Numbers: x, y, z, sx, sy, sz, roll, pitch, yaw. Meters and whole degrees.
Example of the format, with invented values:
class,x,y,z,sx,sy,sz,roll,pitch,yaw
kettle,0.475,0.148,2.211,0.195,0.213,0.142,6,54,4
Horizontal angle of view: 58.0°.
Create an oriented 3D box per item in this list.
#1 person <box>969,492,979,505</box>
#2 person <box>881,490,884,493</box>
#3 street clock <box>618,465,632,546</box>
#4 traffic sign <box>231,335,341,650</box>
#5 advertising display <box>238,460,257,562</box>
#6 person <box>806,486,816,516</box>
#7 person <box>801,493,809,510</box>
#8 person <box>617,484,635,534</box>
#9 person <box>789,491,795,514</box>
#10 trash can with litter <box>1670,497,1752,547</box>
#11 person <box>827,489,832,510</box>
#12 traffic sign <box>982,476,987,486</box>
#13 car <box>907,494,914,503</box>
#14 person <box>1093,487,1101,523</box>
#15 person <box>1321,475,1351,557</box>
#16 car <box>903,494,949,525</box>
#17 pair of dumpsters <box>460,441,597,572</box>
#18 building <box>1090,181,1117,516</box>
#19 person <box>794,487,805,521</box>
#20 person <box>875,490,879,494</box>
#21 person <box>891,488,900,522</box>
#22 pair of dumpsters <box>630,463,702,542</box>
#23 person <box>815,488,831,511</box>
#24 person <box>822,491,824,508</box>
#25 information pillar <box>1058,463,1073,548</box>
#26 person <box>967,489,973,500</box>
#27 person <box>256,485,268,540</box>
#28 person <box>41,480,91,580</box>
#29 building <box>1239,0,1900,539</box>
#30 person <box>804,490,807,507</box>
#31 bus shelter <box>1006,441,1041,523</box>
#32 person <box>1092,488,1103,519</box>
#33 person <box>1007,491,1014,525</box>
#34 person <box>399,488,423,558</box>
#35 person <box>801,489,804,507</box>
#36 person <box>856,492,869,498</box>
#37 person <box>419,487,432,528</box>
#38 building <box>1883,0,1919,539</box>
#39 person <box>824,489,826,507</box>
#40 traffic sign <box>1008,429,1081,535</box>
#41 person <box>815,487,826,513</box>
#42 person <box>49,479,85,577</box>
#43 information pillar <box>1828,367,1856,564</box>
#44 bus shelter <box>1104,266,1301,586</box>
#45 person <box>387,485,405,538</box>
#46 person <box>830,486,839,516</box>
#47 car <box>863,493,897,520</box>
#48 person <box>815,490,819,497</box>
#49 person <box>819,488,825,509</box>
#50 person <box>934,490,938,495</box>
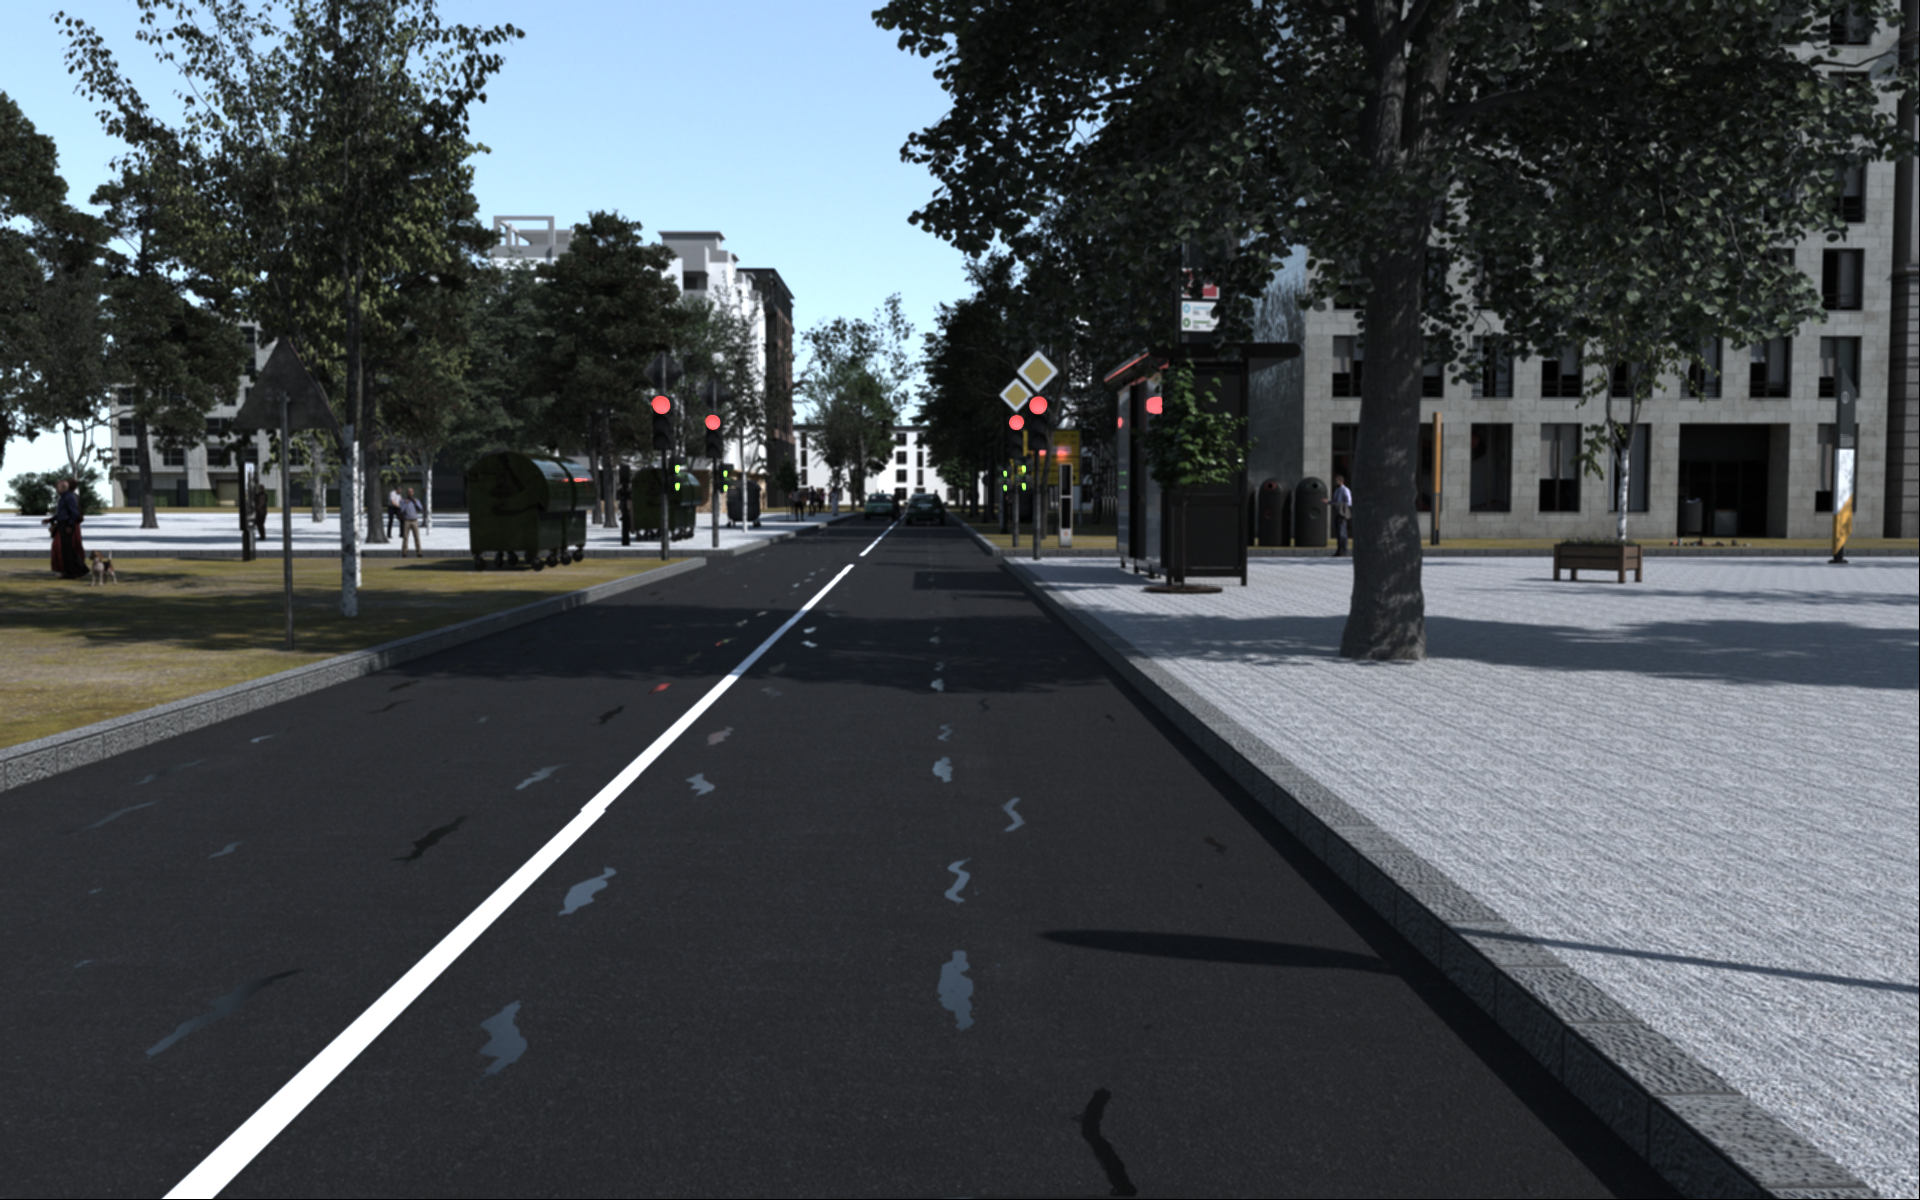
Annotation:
class,x,y,z,sx,sy,sz,roll,pitch,yaw
person,0.852,-5.834,102.906,0.593,1.643,0.415,-2,4,-24
person,-4.781,-5.968,106.988,0.541,1.710,0.530,1,4,20
street clock,-8.315,-2.353,43.034,0.358,2.002,0.471,0,4,-6
traffic sign,-5.512,-0.866,14.168,0.884,2.594,0.081,0,4,0
advertising display,-13.653,-1.712,33.210,0.123,1.923,0.974,-1,4,-11
person,-8.815,-5.841,101.984,0.568,1.767,0.683,1,4,17
person,-12.150,-7.733,135.741,1.065,1.426,0.557,-2,4,-30
person,-10.648,-2.967,55.241,0.565,1.739,0.600,-2,4,-23
person,-10.714,-6.284,110.252,0.415,1.643,0.593,0,4,2
trash can with litter,18.508,-1.941,42.799,2.233,1.210,1.678,0,4,3
person,-10.549,-8.188,140.842,0.530,1.710,0.541,-2,4,-23
traffic sign,1.789,-6.872,112.470,0.768,2.556,0.104,0,4,2
car,-2.716,-6.844,120.691,1.959,1.807,4.718,0,3,0
person,5.962,-4.130,75.633,0.319,1.574,0.516,2,4,32
person,8.237,-1.814,38.031,0.599,1.838,0.709,-1,4,-16
car,-1.600,-4.227,80.908,2.131,1.459,4.920,0,4,0
pair of dumpsters,-7.586,-1.722,30.641,1.574,2.255,4.436,0,4,-1
building,13.831,-17.009,106.980,11.050,23.489,19.941,0,4,-1
person,-7.650,-4.586,82.482,0.566,1.644,0.517,-1,4,-22
person,-8.808,-10.773,182.713,0.617,1.759,0.750,3,5,40
person,-3.407,-4.944,89.862,0.617,1.759,0.750,-3,4,-36
pair of dumpsters,-8.212,-2.800,48.271,1.574,2.255,4.436,0,4,-1
person,-10.295,-7.525,129.766,1.217,1.739,0.721,0,4,2
person,-12.182,-8.853,151.579,0.721,1.735,1.217,-2,4,-25
information pillar,2.517,-2.257,41.394,0.304,2.012,0.304,0,4,-3
person,1.091,-9.264,157.607,0.705,1.812,1.348,-3,5,-45
person,-19.582,-2.451,48.393,0.388,1.546,0.482,1,4,20
person,-13.519,-1.062,26.104,0.600,1.496,0.574,-1,4,-10
building,18.115,-12.206,54.320,16.860,20.320,10.420,0,4,-1
person,-15.096,-9.893,168.713,0.541,1.710,0.530,-1,4,-18
bus shelter,2.880,-5.398,79.547,1.731,3.624,6.357,0,4,-1
person,7.082,-5.002,89.287,0.566,1.644,0.517,-1,4,-14
person,2.079,-3.977,72.537,0.415,1.643,0.593,1,4,20
person,-12.322,-1.734,38.916,0.516,1.574,0.319,-1,4,-20
person,-13.854,-8.829,150.922,0.721,1.766,1.217,-2,4,-28
person,-9.453,-9.968,169.013,1.348,1.826,0.705,0,4,5
person,-20.281,-3.521,65.817,0.429,1.552,0.499,1,4,20
building,38.555,-13.062,55.362,24.055,21.916,13.314,0,4,-1
person,-13.576,-10.254,173.563,0.599,1.838,0.709,-2,4,-32
traffic sign,2.645,-3.687,54.155,2.265,3.308,0.079,0,4,4
person,-9.829,-6.914,119.799,1.217,1.735,0.721,-1,4,-20
person,-13.954,-1.136,27.084,0.387,1.526,0.523,2,4,25
information pillar,16.338,-2.487,32.020,0.504,3.616,0.183,-2,4,-31
bus shelter,3.591,-3.096,28.246,2.179,5.291,8.768,0,4,-1
person,-16.331,-2.570,50.282,0.590,1.554,0.614,1,4,17
person,-7.313,-5.767,100.996,0.551,1.740,0.621,0,4,-6
car,-4.433,-5.393,96.965,1.959,1.807,4.718,0,4,-1
person,-15.021,-10.929,184.355,0.705,1.869,1.348,-3,5,-44
person,-11.661,-8.474,144.687,0.705,1.812,1.348,-3,5,-40
person,-1.517,-6.100,109.152,0.530,1.710,0.541,-2,4,-35
